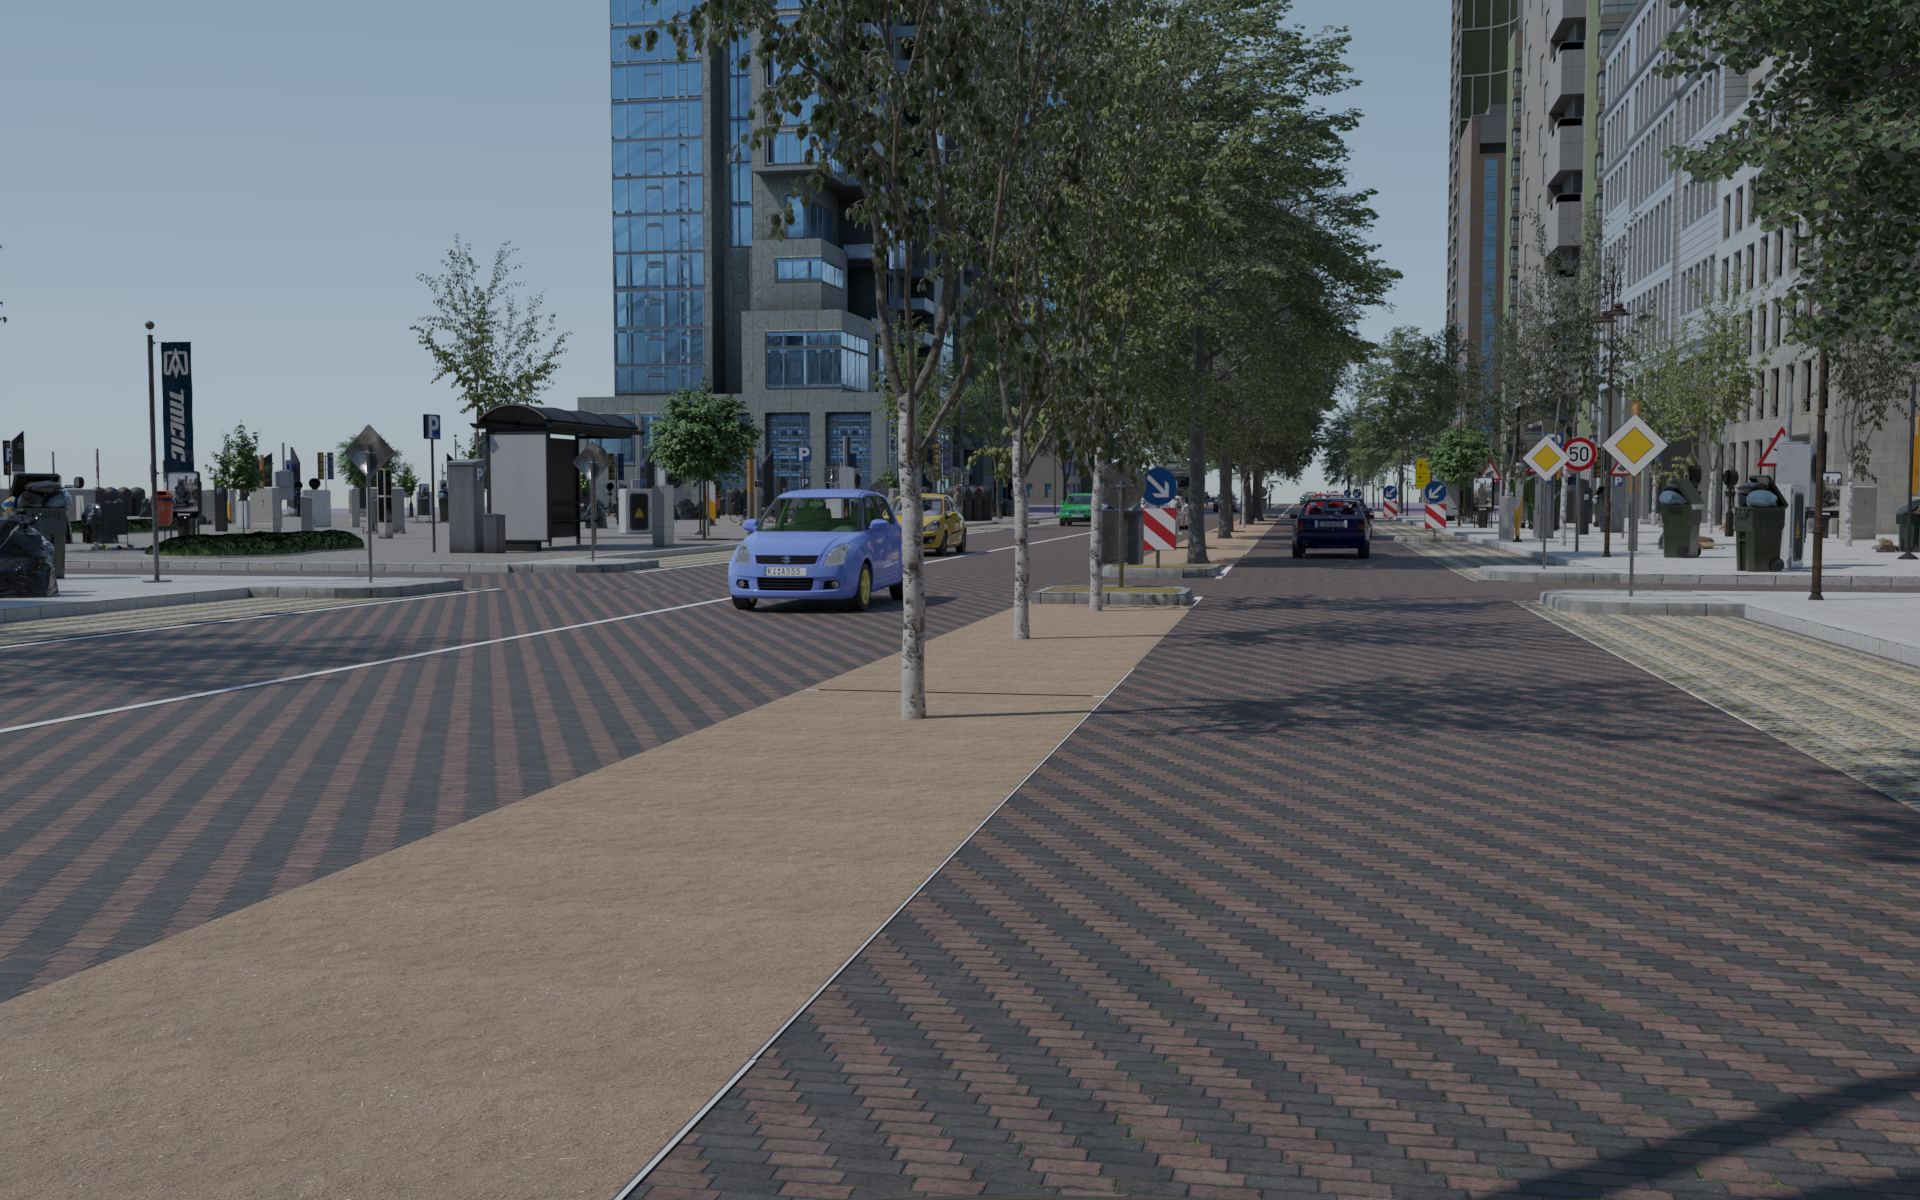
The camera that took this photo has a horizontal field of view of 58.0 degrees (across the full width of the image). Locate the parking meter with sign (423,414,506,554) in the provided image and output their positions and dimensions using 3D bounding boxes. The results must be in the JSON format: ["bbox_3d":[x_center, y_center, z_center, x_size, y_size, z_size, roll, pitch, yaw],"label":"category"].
[{"bbox_3d":[-10.733,-2.532,37.651,1.738,3.016,0.543,1,4,16],"label":"parking meter with sign"}]

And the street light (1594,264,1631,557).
[{"bbox_3d":[13.116,-3.802,34.948,0.468,5.910,1.993,1,4,11],"label":"street light"}]

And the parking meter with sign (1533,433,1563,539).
[{"bbox_3d":[16.942,-3.293,50.101,0.543,3.016,1.738,0,4,7],"label":"parking meter with sign"}]

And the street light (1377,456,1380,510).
[{"bbox_3d":[34.525,-10.391,142.678,0.468,5.910,1.993,1,4,11],"label":"street light"}]

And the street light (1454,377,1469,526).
[{"bbox_3d":[19.842,-5.864,68.662,0.468,5.910,1.993,1,4,11],"label":"street light"}]

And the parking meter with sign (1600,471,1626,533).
[{"bbox_3d":[21.701,-3.739,57.387,0.543,3.016,1.738,0,4,0],"label":"parking meter with sign"}]

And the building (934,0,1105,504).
[{"bbox_3d":[10.851,-57.070,245.766,22.319,86.520,31.000,1,4,11],"label":"building"}]

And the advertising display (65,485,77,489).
[{"bbox_3d":[-61.514,-7.024,120.054,0.123,1.923,0.974,3,5,40],"label":"advertising display"}]

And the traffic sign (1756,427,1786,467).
[{"bbox_3d":[15.887,-2.052,33.559,0.884,2.594,0.081,1,4,14],"label":"traffic sign"}]

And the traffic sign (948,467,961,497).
[{"bbox_3d":[-0.271,-4.910,80.380,0.768,2.556,0.104,1,4,19],"label":"traffic sign"}]

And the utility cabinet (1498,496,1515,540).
[{"bbox_3d":[15.542,-2.327,49.203,0.306,1.237,1.020,2,4,26],"label":"utility cabinet"}]

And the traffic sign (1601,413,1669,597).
[{"bbox_3d":[8.395,-1.099,21.616,0.795,2.450,0.064,1,4,11],"label":"traffic sign"}]

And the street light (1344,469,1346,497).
[{"bbox_3d":[57.521,-17.509,259.062,0.468,5.910,1.993,1,4,11],"label":"street light"}]

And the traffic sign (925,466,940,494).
[{"bbox_3d":[-1.166,-4.666,76.388,0.768,2.556,0.104,1,4,14],"label":"traffic sign"}]

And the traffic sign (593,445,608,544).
[{"bbox_3d":[-9.373,-2.709,44.401,0.768,2.556,0.104,1,4,15],"label":"traffic sign"}]

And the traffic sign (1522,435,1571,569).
[{"bbox_3d":[9.948,-1.578,29.449,0.795,2.450,0.064,1,4,11],"label":"traffic sign"}]

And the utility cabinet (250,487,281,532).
[{"bbox_3d":[-22.096,-2.837,55.056,1.173,1.500,0.318,2,4,33],"label":"utility cabinet"}]

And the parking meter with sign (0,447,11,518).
[{"bbox_3d":[-36.279,-4.186,64.708,1.738,3.016,0.543,0,4,5],"label":"parking meter with sign"}]

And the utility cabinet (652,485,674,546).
[{"bbox_3d":[-7.327,-2.079,42.672,0.318,1.500,1.173,0,4,2],"label":"utility cabinet"}]

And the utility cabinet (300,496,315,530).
[{"bbox_3d":[-17.180,-2.109,45.645,0.306,1.237,1.020,-1,4,-17],"label":"utility cabinet"}]

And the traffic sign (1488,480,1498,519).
[{"bbox_3d":[25.554,-5.119,83.702,0.884,2.594,0.081,1,4,20],"label":"traffic sign"}]

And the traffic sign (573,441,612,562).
[{"bbox_3d":[-6.964,-1.784,32.811,0.795,2.450,0.064,1,4,11],"label":"traffic sign"}]

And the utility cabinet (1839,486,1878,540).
[{"bbox_3d":[24.929,-2.408,48.054,1.173,1.500,0.318,-2,4,-27],"label":"utility cabinet"}]

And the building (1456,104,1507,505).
[{"bbox_3d":[64.998,-33.586,199.239,14.600,45.320,14.200,1,4,11],"label":"building"}]

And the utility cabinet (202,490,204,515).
[{"bbox_3d":[-37.193,-4.759,86.486,1.173,1.500,0.318,-1,4,-18],"label":"utility cabinet"}]

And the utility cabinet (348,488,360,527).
[{"bbox_3d":[-23.424,-3.563,66.936,0.318,1.500,1.173,-2,4,-25],"label":"utility cabinet"}]

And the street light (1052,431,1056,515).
[{"bbox_3d":[5.953,-8.299,108.477,0.468,5.910,1.993,1,4,11],"label":"street light"}]

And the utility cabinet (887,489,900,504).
[{"bbox_3d":[-2.759,-3.886,72.220,0.318,1.500,1.173,1,4,13],"label":"utility cabinet"}]

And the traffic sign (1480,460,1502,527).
[{"bbox_3d":[20.315,-4.062,66.411,0.884,2.594,0.081,1,4,20],"label":"traffic sign"}]

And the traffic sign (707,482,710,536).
[{"bbox_3d":[-7.649,-3.210,52.586,0.768,2.556,0.104,1,4,16],"label":"traffic sign"}]

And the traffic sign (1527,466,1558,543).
[{"bbox_3d":[15.396,-2.801,45.806,0.884,2.594,0.081,1,4,12],"label":"traffic sign"}]

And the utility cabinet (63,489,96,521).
[{"bbox_3d":[-35.593,-3.754,70.052,1.173,1.500,0.318,-1,4,-19],"label":"utility cabinet"}]

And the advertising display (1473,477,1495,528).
[{"bbox_3d":[19.697,-3.668,65.180,0.123,1.923,0.974,-2,4,-29],"label":"advertising display"}]

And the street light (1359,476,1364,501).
[{"bbox_3d":[44.123,-13.348,191.031,0.468,5.910,1.993,1,4,11],"label":"street light"}]

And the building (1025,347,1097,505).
[{"bbox_3d":[2.255,-22.859,218.777,27.650,21.520,28.899,1,4,11],"label":"building"}]

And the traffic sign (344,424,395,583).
[{"bbox_3d":[-8.517,-1.305,24.978,0.795,2.450,0.064,1,4,11],"label":"traffic sign"}]

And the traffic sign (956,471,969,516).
[{"bbox_3d":[0.093,-4.615,77.586,0.606,2.300,0.079,1,4,19],"label":"traffic sign"}]

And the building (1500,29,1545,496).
[{"bbox_3d":[55.823,-28.838,155.096,14.154,41.232,14.086,1,4,11],"label":"building"}]

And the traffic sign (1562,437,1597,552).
[{"bbox_3d":[13.787,-2.357,38.635,0.768,2.556,0.104,1,4,18],"label":"traffic sign"}]

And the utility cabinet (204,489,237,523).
[{"bbox_3d":[-32.500,-4.132,76.232,1.173,1.500,0.318,-1,4,-10],"label":"utility cabinet"}]

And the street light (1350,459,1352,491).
[{"bbox_3d":[50.891,-15.441,225.239,0.468,5.910,1.993,1,4,11],"label":"street light"}]

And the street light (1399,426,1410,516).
[{"bbox_3d":[27.857,-8.338,109.112,0.468,5.910,1.993,1,4,11],"label":"street light"}]

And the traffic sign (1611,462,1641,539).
[{"bbox_3d":[19.136,-3.054,49.931,0.884,2.594,0.081,1,4,13],"label":"traffic sign"}]

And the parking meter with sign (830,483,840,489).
[{"bbox_3d":[-6.306,-5.676,89.056,0.543,3.016,1.738,-3,5,-43],"label":"parking meter with sign"}]

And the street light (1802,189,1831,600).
[{"bbox_3d":[10.378,-2.938,20.818,0.468,5.910,1.993,1,4,11],"label":"street light"}]

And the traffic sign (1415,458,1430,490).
[{"bbox_3d":[26.638,-6.302,96.905,2.265,3.308,0.079,1,4,14],"label":"traffic sign"}]

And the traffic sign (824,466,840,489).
[{"bbox_3d":[-4.737,-3.791,64.118,0.606,2.300,0.079,1,4,14],"label":"traffic sign"}]

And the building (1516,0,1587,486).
[{"bbox_3d":[58.544,-33.258,133.013,28.713,52.752,27.495,1,4,11],"label":"building"}]

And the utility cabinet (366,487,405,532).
[{"bbox_3d":[-19.279,-3.025,58.143,1.173,1.500,0.318,-2,4,-30],"label":"utility cabinet"}]

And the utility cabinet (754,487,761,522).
[{"bbox_3d":[-6.520,-2.841,55.132,0.318,1.500,1.173,0,3,0],"label":"utility cabinet"}]

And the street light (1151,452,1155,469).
[{"bbox_3d":[19.562,-12.472,176.712,0.468,5.910,1.993,1,4,11],"label":"street light"}]

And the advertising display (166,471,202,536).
[{"bbox_3d":[-21.673,-2.640,48.374,0.974,1.923,0.123,1,4,9],"label":"advertising display"}]

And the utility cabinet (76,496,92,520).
[{"bbox_3d":[-32.723,-3.276,64.722,0.306,1.237,1.020,-3,5,-41],"label":"utility cabinet"}]

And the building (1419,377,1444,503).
[{"bbox_3d":[78.998,-24.170,240.211,27.650,21.520,28.899,1,4,11],"label":"building"}]

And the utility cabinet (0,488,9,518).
[{"bbox_3d":[-36.134,-3.488,65.703,1.173,1.500,0.318,-3,5,-41],"label":"utility cabinet"}]

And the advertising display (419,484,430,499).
[{"bbox_3d":[-32.847,-6.176,106.193,0.123,1.923,0.974,1,4,16],"label":"advertising display"}]

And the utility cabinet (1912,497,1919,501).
[{"bbox_3d":[22.074,-1.709,39.100,1.020,1.237,0.306,3,5,45],"label":"utility cabinet"}]

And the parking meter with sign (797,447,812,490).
[{"bbox_3d":[-5.724,-4.179,64.590,0.543,3.016,1.738,0,4,1],"label":"parking meter with sign"}]

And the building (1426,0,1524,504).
[{"bbox_3d":[69.744,-47.528,215.336,20.563,71.187,20.611,1,4,11],"label":"building"}]

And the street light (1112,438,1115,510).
[{"bbox_3d":[12.579,-10.355,142.096,0.468,5.910,1.993,1,4,11],"label":"street light"}]
